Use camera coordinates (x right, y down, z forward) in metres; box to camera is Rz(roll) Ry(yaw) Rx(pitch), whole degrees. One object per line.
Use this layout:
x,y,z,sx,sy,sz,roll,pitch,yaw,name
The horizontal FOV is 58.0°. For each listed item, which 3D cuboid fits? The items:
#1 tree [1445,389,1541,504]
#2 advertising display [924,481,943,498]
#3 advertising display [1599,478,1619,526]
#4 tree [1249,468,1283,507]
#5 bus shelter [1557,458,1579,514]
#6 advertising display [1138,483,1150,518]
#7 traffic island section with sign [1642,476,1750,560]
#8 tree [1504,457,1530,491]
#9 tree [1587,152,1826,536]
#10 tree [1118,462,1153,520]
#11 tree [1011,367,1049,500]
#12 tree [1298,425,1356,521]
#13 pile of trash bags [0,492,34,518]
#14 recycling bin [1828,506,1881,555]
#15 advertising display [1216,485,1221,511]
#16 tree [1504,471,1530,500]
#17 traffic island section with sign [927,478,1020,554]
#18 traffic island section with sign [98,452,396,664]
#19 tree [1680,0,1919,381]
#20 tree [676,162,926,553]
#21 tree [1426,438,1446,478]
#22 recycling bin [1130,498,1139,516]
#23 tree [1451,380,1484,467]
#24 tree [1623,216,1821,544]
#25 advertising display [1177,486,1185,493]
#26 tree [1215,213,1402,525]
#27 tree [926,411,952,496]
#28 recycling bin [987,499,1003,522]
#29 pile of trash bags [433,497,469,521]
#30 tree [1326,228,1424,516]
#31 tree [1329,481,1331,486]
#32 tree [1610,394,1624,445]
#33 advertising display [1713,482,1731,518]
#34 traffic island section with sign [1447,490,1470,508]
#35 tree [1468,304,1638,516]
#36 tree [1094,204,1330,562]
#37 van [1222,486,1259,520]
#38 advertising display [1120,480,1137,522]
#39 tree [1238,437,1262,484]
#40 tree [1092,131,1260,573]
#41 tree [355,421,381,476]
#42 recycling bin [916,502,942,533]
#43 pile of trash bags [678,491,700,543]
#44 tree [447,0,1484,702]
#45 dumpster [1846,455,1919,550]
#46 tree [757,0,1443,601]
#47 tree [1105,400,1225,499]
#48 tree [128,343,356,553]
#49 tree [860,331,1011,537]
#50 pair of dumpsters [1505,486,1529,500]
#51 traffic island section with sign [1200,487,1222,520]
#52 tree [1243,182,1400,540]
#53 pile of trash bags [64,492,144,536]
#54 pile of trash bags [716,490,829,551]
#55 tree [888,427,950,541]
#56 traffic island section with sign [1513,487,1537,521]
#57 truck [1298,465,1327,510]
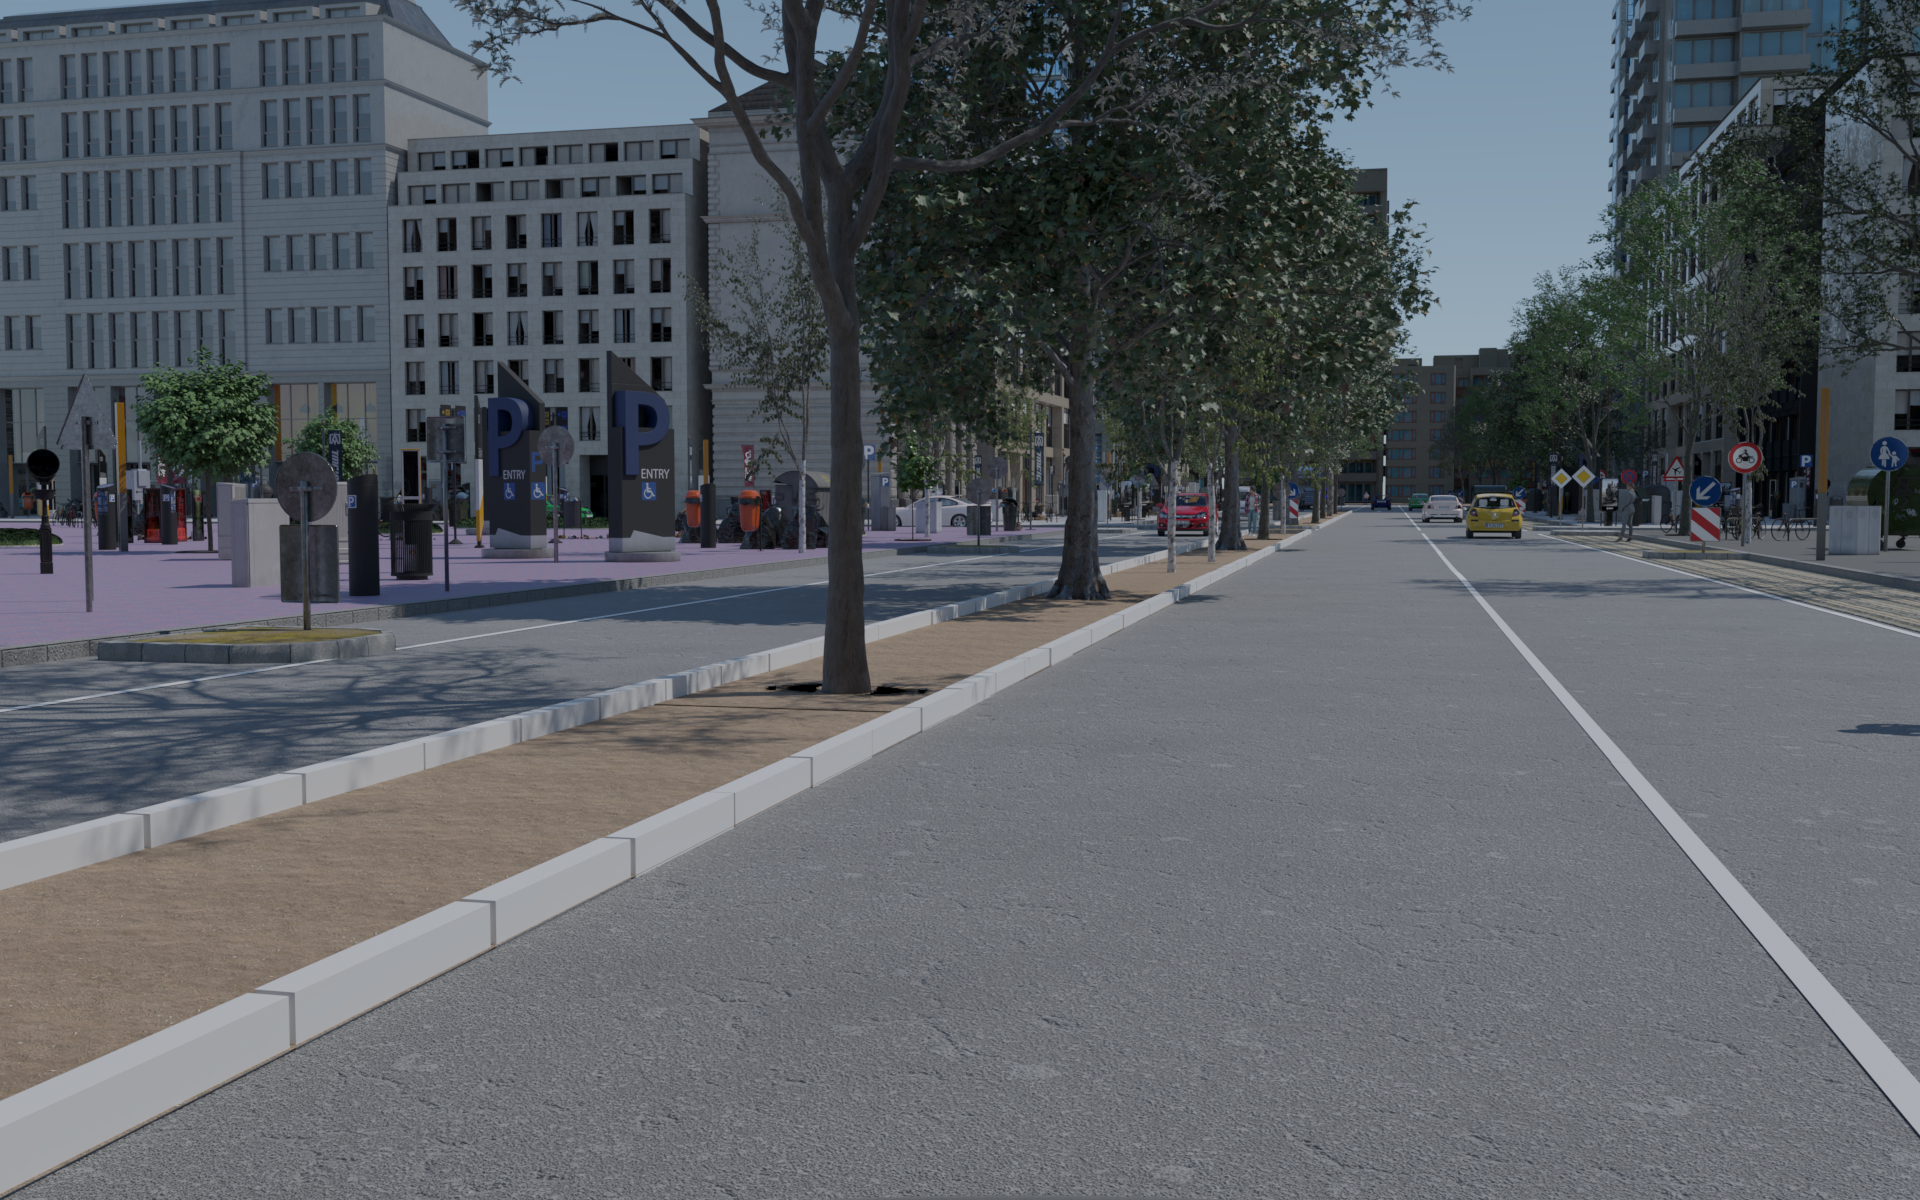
41.452,-11.880,128.654,7.601,10.594,8.767,2,4,34,tree
-1.244,-4.669,81.558,0.974,1.923,0.123,-2,4,-25,advertising display
25.895,-3.908,69.116,0.974,1.923,0.123,-2,4,-28,advertising display
34.847,-12.960,195.608,4.285,4.588,4.351,0,3,0,tree
39.056,-7.355,111.539,1.731,3.624,6.357,1,4,14,bus shelter
9.835,-5.370,93.019,0.974,1.923,0.123,-3,4,-38,advertising display
16.284,-1.823,38.439,1.989,1.847,2.006,1,4,14,traffic island section with sign
47.069,-12.107,148.315,4.737,8.622,4.395,0,3,0,tree
22.336,-7.759,52.621,9.928,11.665,9.643,0,3,0,tree
8.716,-5.534,85.090,1.663,3.219,1.824,0,3,0,tree
2.745,-8.426,88.122,4.737,8.622,4.395,0,3,0,tree
19.088,-8.516,92.052,4.360,8.622,3.978,0,3,0,tree
-52.121,-5.146,93.896,3.447,1.369,1.912,-2,4,-32,pile of trash bags
18.941,-1.475,36.669,0.722,1.027,0.722,-1,4,-20,recycling bin
19.149,-7.528,128.299,0.123,1.923,0.974,-1,4,-10,advertising display
39.426,-7.804,122.200,1.663,3.219,1.824,0,3,0,tree
0.391,-2.061,42.320,1.989,1.847,2.006,1,4,14,traffic island section with sign
-6.237,-0.426,15.594,1.989,1.847,2.006,1,4,14,traffic island section with sign
16.014,-5.653,26.841,8.767,10.594,7.601,0,4,6,tree
-3.655,-5.332,37.534,4.360,8.622,3.978,0,3,0,tree
62.293,-17.114,214.232,8.767,10.594,7.601,0,4,-3,tree
10.430,-5.444,101.558,0.722,1.027,0.722,-2,4,-26,recycling bin
28.366,-9.295,77.723,9.928,11.665,9.643,0,3,0,tree
20.216,-5.769,44.684,4.360,8.622,3.978,0,3,0,tree
18.449,-8.553,145.048,0.974,1.923,0.123,2,4,24,advertising display
14.134,-10.058,73.560,9.857,13.997,8.962,0,3,0,tree
-1.261,-7.652,75.473,4.360,8.622,3.978,0,3,0,tree
1.658,-4.192,81.099,0.722,1.027,0.722,2,4,29,recycling bin
-23.819,-4.455,82.585,3.447,1.369,1.912,0,4,8,pile of trash bags
22.633,-15.456,111.053,12.611,20.169,13.585,0,3,0,tree
11.411,-6.598,60.700,4.737,8.622,4.395,0,3,0,tree
44.611,-9.981,113.552,4.360,8.622,3.978,0,3,0,tree
41.479,-5.448,94.288,0.974,1.923,0.123,0,4,-5,advertising display
48.193,-9.709,167.364,1.989,1.847,2.006,1,4,14,traffic island section with sign
34.648,-11.258,101.075,9.611,12.733,9.660,0,3,0,tree
5.260,-5.077,35.827,4.737,8.622,4.395,0,3,0,tree
15.218,-5.297,93.624,2.013,2.044,4.112,1,4,14,van
7.809,-4.630,80.909,0.123,1.923,0.974,-2,4,-28,advertising display
19.918,-13.265,135.017,7.486,12.596,7.792,0,3,0,tree
3.876,-4.805,31.390,4.360,8.622,3.978,0,3,0,tree
-23.040,-4.889,63.649,4.285,4.588,4.351,0,3,0,tree
-1.026,-2.705,56.773,0.722,1.027,0.722,1,4,13,recycling bin
-6.463,-2.165,45.145,1.912,1.369,3.447,1,4,9,pile of trash bags
-0.823,-6.060,11.900,12.009,13.543,11.850,0,3,0,tree
21.618,-2.305,40.182,1.502,2.255,1.985,1,4,14,dumpster
1.684,-6.363,23.508,9.611,12.733,9.660,0,3,0,tree
11.987,-11.244,101.966,7.486,12.596,7.792,0,3,0,tree
-16.473,-3.322,38.033,4.285,4.588,4.351,0,3,0,tree
-0.961,-6.170,51.235,4.737,8.622,4.395,0,3,0,tree
43.928,-8.205,136.638,1.574,2.255,4.437,1,4,14,pair of dumpsters
13.602,-5.327,95.730,1.989,1.847,2.006,1,4,14,traffic island section with sign
9.530,-7.659,53.430,9.928,11.665,9.643,0,3,0,tree
-25.732,-2.672,53.433,1.912,1.369,3.447,0,4,-1,pile of trash bags
-4.275,-1.865,40.243,1.912,1.369,3.447,1,4,17,pile of trash bags
-1.309,-3.222,47.277,1.663,3.219,1.824,0,3,0,tree
29.499,-5.090,91.854,1.989,1.847,2.006,1,4,14,traffic island section with sign
33.777,-10.803,166.386,2.967,4.110,18.799,1,4,12,truck
